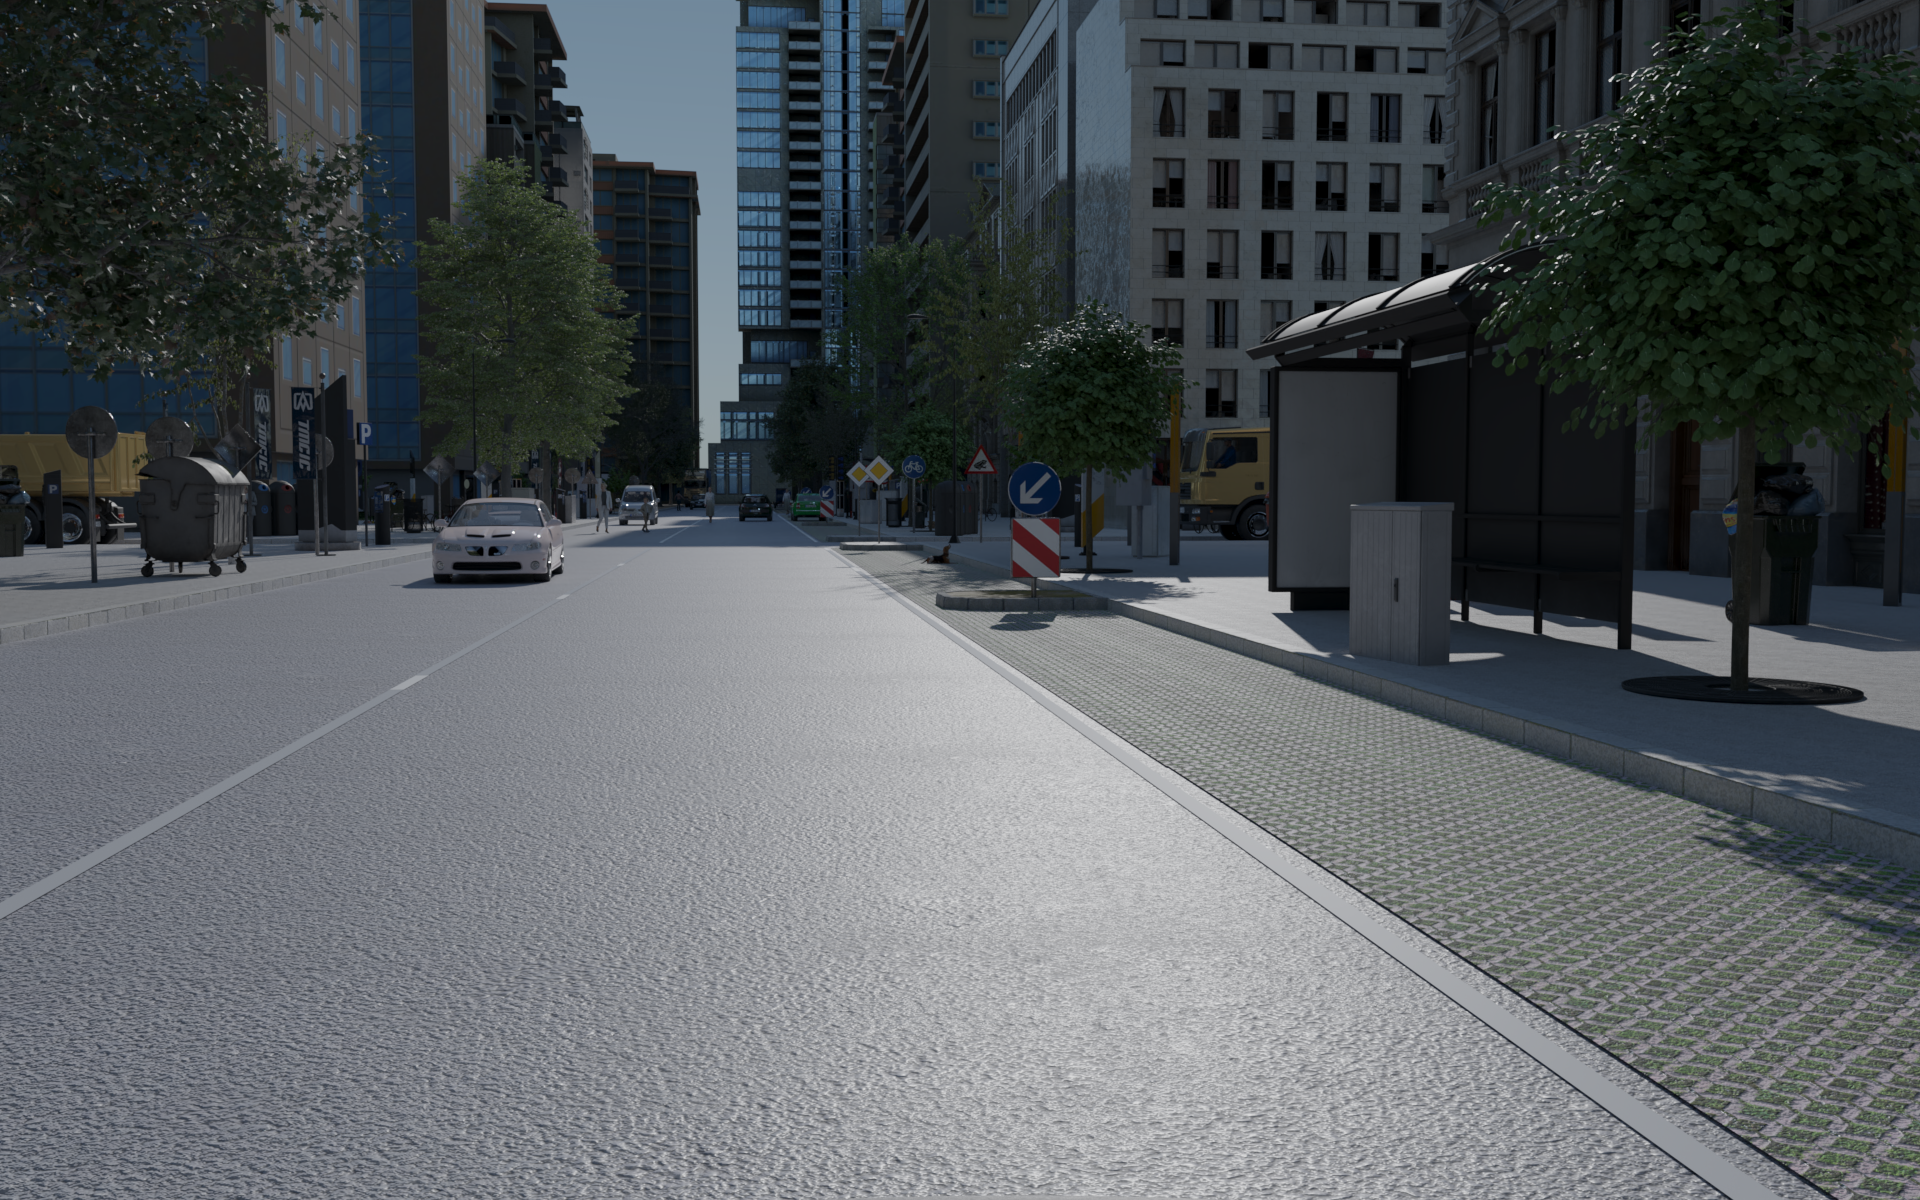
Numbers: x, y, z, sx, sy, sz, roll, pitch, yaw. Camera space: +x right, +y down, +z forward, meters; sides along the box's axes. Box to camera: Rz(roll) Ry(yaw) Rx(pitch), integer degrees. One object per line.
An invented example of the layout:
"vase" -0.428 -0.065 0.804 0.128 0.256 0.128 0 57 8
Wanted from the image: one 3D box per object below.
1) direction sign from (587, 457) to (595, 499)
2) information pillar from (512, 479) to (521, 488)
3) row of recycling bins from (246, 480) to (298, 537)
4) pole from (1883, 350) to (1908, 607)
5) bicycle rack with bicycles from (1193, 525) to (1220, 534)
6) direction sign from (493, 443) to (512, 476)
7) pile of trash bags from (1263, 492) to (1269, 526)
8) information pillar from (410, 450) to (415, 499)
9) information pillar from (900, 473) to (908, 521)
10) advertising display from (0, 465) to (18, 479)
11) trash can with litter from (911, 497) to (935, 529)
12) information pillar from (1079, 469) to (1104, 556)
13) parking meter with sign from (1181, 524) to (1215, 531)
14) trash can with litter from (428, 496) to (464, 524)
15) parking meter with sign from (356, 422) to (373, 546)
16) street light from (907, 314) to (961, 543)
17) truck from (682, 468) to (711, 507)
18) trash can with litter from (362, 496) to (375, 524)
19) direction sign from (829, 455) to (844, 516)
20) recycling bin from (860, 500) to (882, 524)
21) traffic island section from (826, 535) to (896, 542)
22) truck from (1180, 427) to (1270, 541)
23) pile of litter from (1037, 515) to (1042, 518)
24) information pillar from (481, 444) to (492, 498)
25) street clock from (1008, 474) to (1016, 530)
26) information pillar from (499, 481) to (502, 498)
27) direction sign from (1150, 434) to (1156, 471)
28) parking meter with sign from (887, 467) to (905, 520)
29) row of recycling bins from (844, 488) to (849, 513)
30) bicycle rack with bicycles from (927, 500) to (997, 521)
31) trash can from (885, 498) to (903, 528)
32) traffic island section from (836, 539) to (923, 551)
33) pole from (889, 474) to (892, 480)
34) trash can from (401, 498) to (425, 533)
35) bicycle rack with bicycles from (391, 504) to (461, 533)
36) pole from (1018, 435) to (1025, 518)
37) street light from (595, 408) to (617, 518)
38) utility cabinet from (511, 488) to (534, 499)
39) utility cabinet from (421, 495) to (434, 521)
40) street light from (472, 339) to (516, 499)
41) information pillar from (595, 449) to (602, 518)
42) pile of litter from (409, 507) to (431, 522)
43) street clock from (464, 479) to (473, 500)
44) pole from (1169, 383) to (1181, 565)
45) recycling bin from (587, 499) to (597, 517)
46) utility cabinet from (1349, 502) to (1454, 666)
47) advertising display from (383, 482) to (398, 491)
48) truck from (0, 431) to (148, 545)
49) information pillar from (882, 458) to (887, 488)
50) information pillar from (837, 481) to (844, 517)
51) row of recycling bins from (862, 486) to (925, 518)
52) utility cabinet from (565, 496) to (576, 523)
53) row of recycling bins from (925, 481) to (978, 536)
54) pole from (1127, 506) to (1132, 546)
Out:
"direction sign" -22.703 -7.006 106.551 0.379 3.537 0.876 1 4 19
"information pillar" -21.355 -4.833 83.515 0.304 2.012 0.304 3 4 37
"row of recycling bins" -21.093 -2.795 52.817 1.069 1.692 3.534 2 4 28
"pole" 10.673 -1.583 19.723 0.158 3.312 0.155 0 3 0
"bicycle rack with bicycles" 8.837 -2.631 56.393 2.925 0.926 2.852 -2 4 -27
"direction sign" -20.210 -5.173 76.575 0.379 3.537 0.876 3 5 43
"pile of trash bags" 8.939 -2.058 43.409 3.447 1.369 1.912 -3 4 -36
"information pillar" -28.951 -6.130 91.586 0.183 3.616 0.504 -3 4 -38
"information pillar" -2.649 -5.501 81.294 0.183 3.616 0.504 3 4 36
"advertising display" -21.401 -2.029 38.388 0.974 1.923 0.123 -1 4 -22
"trash can with litter" -1.287 -3.246 64.458 1.055 1.170 0.624 1 4 12
"information pillar" 2.751 -2.733 36.044 0.504 3.616 0.183 -1 4 -15
"parking meter with sign" 8.103 -3.941 60.696 1.738 3.016 0.543 0 4 1
"trash can with litter" -22.202 -3.923 75.197 2.233 1.210 1.678 -1 4 -14
"parking meter with sign" -15.323 -2.829 42.509 1.738 3.016 0.543 1 4 14
"street light" -0.681 -4.428 44.940 1.470 5.913 1.316 0 4 -7
"truck" -28.699 -12.258 189.337 2.839 4.237 11.283 0 4 -5
"trash can with litter" -25.402 -3.936 75.417 1.678 1.210 2.233 0 4 -4
"direction sign" -7.245 -6.689 101.367 0.876 3.537 0.379 0 4 -2
"recycling bin" -3.863 -3.817 74.962 0.722 1.027 0.722 3 4 38
"traffic island section" -3.048 -1.868 52.822 2.009 0.180 2.903 0 4 -7
"truck" 10.494 -3.354 50.758 9.791 3.379 3.469 0 4 -6
"pile of litter" 2.960 -3.453 70.420 1.176 0.858 1.719 -1 4 -19
"information pillar" -21.490 -5.331 78.515 0.504 3.616 0.183 -3 5 -41
"street clock" 1.895 -3.514 62.019 0.358 2.002 0.471 -1 4 -13
"information pillar" -24.885 -5.479 94.074 0.304 2.012 0.304 -1 4 -18
"direction sign" 6.358 -4.016 57.664 0.379 3.537 0.876 2 4 25
"parking meter with sign" -3.260 -5.552 87.032 0.543 3.016 1.738 -2 4 -28
"row of recycling bins" -7.889 -6.852 119.149 1.069 1.692 3.534 1 4 21
"bicycle rack with bicycles" -0.050 -4.162 81.424 2.852 0.926 2.925 -3 5 -40
"trash can" -2.532 -3.348 66.396 0.748 1.137 0.748 0 3 0
"traffic island section" -2.076 -1.383 44.896 2.009 0.180 2.903 0 4 -7
"pole" -3.697 -5.977 91.571 0.158 3.312 0.155 0 3 0
"trash can" -17.898 -2.757 56.723 0.748 1.137 0.748 0 3 0
"bicycle rack with bicycles" -17.902 -2.802 59.191 2.852 0.926 2.925 1 4 23
"pole" 1.578 -3.077 44.159 0.158 3.312 0.155 0 3 0
"street light" -18.927 -7.373 93.092 1.470 5.913 1.316 0 4 -7
"utility cabinet" -15.462 -3.185 60.746 1.173 1.500 0.318 2 4 28
"utility cabinet" -24.997 -4.289 81.283 0.306 1.237 1.020 0 4 0
"street light" -13.974 -4.850 51.835 1.470 5.913 1.316 0 4 -7
"information pillar" -18.976 -6.092 90.958 0.183 3.616 0.504 -3 5 -44
"pile of litter" -24.937 -3.989 79.186 1.719 0.858 1.176 0 4 -2
"street clock" -23.656 -4.823 83.425 0.471 2.002 0.358 3 5 42
"pole" 3.873 -2.283 31.169 0.158 3.312 0.155 0 3 0
"recycling bin" -20.672 -5.161 96.931 0.722 1.027 0.722 -3 5 -44
"utility cabinet" 3.391 -0.137 13.401 0.306 1.237 1.020 -1 4 -18
"advertising display" -29.965 -5.258 91.182 0.974 1.923 0.123 2 4 32
"truck" -26.923 -3.042 45.668 9.791 3.379 3.469 0 4 -8
"information pillar" -4.704 -7.079 107.092 0.183 3.616 0.504 -3 5 -39
"information pillar" -6.690 -5.651 96.879 0.304 2.012 0.304 -3 4 -37
"row of recycling bins" -3.525 -5.290 93.600 3.534 1.692 1.069 -1 4 -13
"utility cabinet" -17.084 -3.963 75.961 0.306 1.237 1.020 0 4 -2
"row of recycling bins" -0.135 -2.892 54.403 1.069 1.692 3.534 1 4 11
"pole" 4.265 -3.003 42.947 0.158 3.312 0.155 0 3 0
